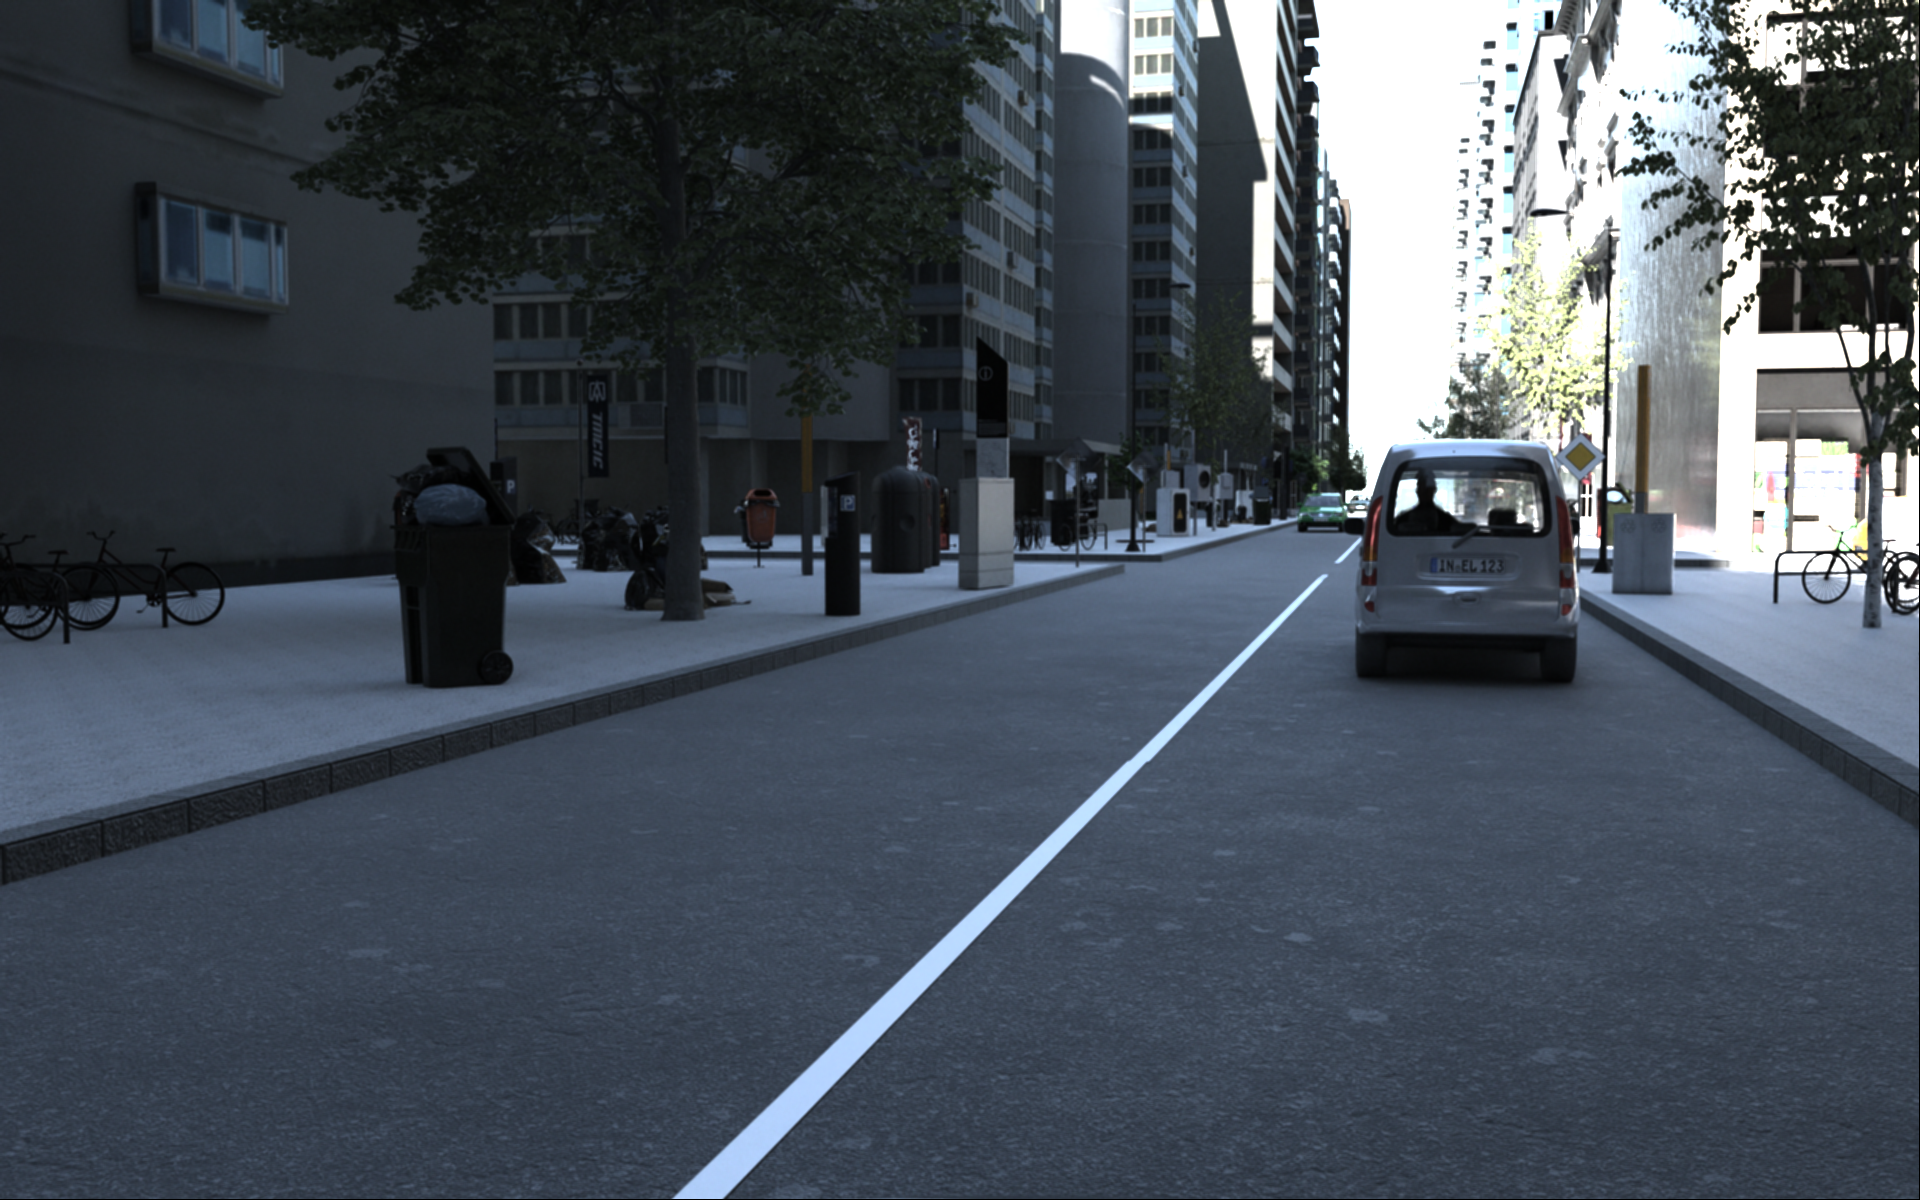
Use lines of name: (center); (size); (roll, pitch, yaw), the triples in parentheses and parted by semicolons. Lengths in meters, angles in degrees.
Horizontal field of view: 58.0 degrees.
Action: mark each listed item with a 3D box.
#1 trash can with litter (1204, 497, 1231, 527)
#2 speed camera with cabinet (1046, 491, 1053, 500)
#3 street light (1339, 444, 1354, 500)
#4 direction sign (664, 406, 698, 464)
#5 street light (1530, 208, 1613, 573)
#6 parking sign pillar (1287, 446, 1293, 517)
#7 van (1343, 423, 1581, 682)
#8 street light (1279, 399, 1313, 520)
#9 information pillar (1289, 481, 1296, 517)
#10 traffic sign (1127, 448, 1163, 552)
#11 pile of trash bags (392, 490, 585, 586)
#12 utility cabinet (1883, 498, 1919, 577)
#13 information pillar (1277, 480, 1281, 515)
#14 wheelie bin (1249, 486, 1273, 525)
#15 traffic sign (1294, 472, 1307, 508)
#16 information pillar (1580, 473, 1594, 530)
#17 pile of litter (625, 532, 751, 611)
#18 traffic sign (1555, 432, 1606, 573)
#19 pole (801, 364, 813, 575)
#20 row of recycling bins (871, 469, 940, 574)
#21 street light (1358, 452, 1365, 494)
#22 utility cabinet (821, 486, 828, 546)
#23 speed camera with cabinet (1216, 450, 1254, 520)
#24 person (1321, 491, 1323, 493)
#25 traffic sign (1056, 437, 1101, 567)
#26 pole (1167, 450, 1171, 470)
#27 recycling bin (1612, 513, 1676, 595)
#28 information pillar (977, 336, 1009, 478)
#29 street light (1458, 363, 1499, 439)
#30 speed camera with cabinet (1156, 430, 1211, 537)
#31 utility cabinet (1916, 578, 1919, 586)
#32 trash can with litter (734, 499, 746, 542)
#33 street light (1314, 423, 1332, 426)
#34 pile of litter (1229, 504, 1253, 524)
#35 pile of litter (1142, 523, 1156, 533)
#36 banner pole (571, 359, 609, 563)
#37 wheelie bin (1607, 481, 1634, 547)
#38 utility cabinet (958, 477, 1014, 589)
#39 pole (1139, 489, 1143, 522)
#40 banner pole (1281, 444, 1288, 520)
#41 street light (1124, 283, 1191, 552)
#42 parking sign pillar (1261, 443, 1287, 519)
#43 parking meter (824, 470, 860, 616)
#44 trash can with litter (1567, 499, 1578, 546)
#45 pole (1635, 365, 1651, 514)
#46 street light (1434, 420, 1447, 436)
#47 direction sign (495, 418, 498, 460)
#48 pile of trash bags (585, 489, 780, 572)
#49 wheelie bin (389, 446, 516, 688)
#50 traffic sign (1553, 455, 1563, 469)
trash can with litter: (9.986, -3.401, 67.001); (1.055, 1.170, 0.624); (3, 5, 40)
speed camera with cabinet: (3.927, -5.771, 88.695); (0.660, 3.252, 2.038); (3, 5, 41)
street light: (35.441, -11.421, 159.275); (1.470, 5.913, 1.316); (1, 4, 14)
direction sign: (-7.215, -3.237, 44.919); (0.876, 3.537, 0.379); (-1, 4, -21)
street light: (9.959, -3.405, 28.209); (1.470, 5.913, 1.316); (1, 4, 14)
parking sign pillar: (18.420, -6.745, 98.759); (1.447, 3.967, 1.447); (-2, 4, -27)
van: (4.260, -0.471, 14.720); (2.013, 2.044, 4.112); (1, 4, 15)
street light: (16.431, -6.882, 85.064); (1.470, 5.913, 1.316); (1, 4, 14)
information pillar: (18.329, -5.558, 95.362); (0.304, 2.012, 0.304); (0, 4, -3)
traffic sign: (4.051, -2.104, 38.036); (0.795, 2.450, 0.064); (1, 4, 14)
pile of trash bags: (-7.326, -0.953, 25.331); (3.447, 1.369, 1.912); (3, 5, 44)
utility cabinet: (15.207, -1.017, 27.790); (1.020, 1.237, 0.306); (0, 4, 5)
information pillar: (17.268, -5.435, 93.350); (0.304, 2.012, 0.304); (0, 4, -1)
wheelie bin: (12.856, -4.013, 73.517); (0.693, 1.594, 0.980); (-2, 4, -27)
traffic sign: (19.905, -6.188, 101.272); (0.768, 2.556, 0.104); (1, 4, 23)
information pillar: (22.241, -3.484, 61.459); (0.304, 2.012, 0.304); (-2, 4, -29)
pile of litter: (-3.097, -0.353, 19.729); (1.719, 0.858, 1.176); (-3, 4, -36)
traffic sign: (10.089, -1.503, 28.223); (0.795, 2.450, 0.064); (1, 4, 14)
pole: (-2.416, -2.046, 27.295); (0.158, 3.312, 0.155); (0, 3, 0)
row of recycling bins: (-0.945, -1.377, 29.619); (1.069, 1.692, 3.534); (0, 4, 5)
street light: (43.945, -13.454, 192.509); (1.470, 5.913, 1.316); (1, 4, 14)
utility cabinet: (-3.042, -2.011, 41.560); (0.318, 1.500, 1.173); (-1, 4, -21)
speed camera with cabinet: (12.479, -5.104, 77.788); (2.038, 3.252, 0.660); (-1, 4, -17)
person: (39.778, -11.118, 190.371); (1.348, 1.812, 0.705); (0, 4, 6)
traffic sign: (2.061, -1.631, 30.302); (0.795, 2.450, 0.064); (1, 4, 14)
pole: (9.734, -5.326, 80.920); (0.158, 3.312, 0.155); (0, 3, 0)
recycling bin: (8.879, -0.607, 22.481); (0.722, 1.027, 0.722); (2, 4, 24)
information pillar: (0.468, -2.096, 25.620); (0.504, 3.616, 0.183); (1, 4, 13)
street light: (18.443, -5.432, 61.356); (1.470, 5.913, 1.316); (1, 4, 14)
speed camera with cabinet: (6.813, -3.569, 52.682); (0.660, 3.252, 2.038); (3, 5, 44)
utility cabinet: (13.838, -0.800, 24.244); (1.020, 1.237, 0.306); (-2, 4, -29)
trash can with litter: (-5.529, -2.117, 45.998); (0.624, 1.170, 1.055); (1, 4, 15)
street light: (23.434, -8.569, 112.637); (1.470, 5.913, 1.316); (1, 4, 14)
pile of litter: (12.398, -3.747, 75.228); (1.719, 0.858, 1.176); (0, 4, -4)
pile of litter: (6.672, -2.716, 58.364); (1.176, 0.858, 1.719); (2, 4, 27)
banner pole: (-6.824, -2.570, 32.039); (0.863, 3.779, 0.401); (2, 4, 25)
wheelie bin: (16.058, -2.105, 42.324); (0.693, 1.594, 0.980); (1, 4, 13)
utility cabinet: (0.355, -0.915, 23.631); (0.318, 1.500, 1.173); (2, 4, 26)
pole: (8.243, -5.189, 78.676); (0.158, 3.312, 0.155); (0, 3, 0)
banner pole: (16.198, -5.918, 86.771); (0.401, 3.779, 0.863); (2, 4, 24)
street light: (4.379, -4.022, 38.307); (1.470, 5.913, 1.316); (1, 4, 14)
parking sign pillar: (16.122, -6.260, 90.821); (1.447, 3.967, 1.447); (1, 4, 21)
parking meter: (-1.245, -0.608, 18.346); (0.372, 1.533, 0.369); (0, 3, 0)
trash can with litter: (14.133, -1.815, 41.069); (0.624, 1.170, 1.055); (-2, 4, -31)
pole: (10.834, -2.059, 27.507); (0.158, 3.312, 0.155); (0, 3, 0)
street light: (30.517, -8.296, 108.174); (1.470, 5.913, 1.316); (1, 4, 14)
direction sign: (-14.225, -3.646, 51.614); (0.876, 3.537, 0.379); (-1, 4, -15)
pile of trash bags: (-4.813, -1.222, 29.729); (3.447, 1.369, 1.912); (-1, 4, -16)
wheelie bin: (-3.424, -0.231, 11.680); (0.693, 1.594, 0.980); (-3, 5, -39)
traffic sign: (12.079, -1.976, 35.957); (0.795, 2.450, 0.064); (1, 4, 14)
